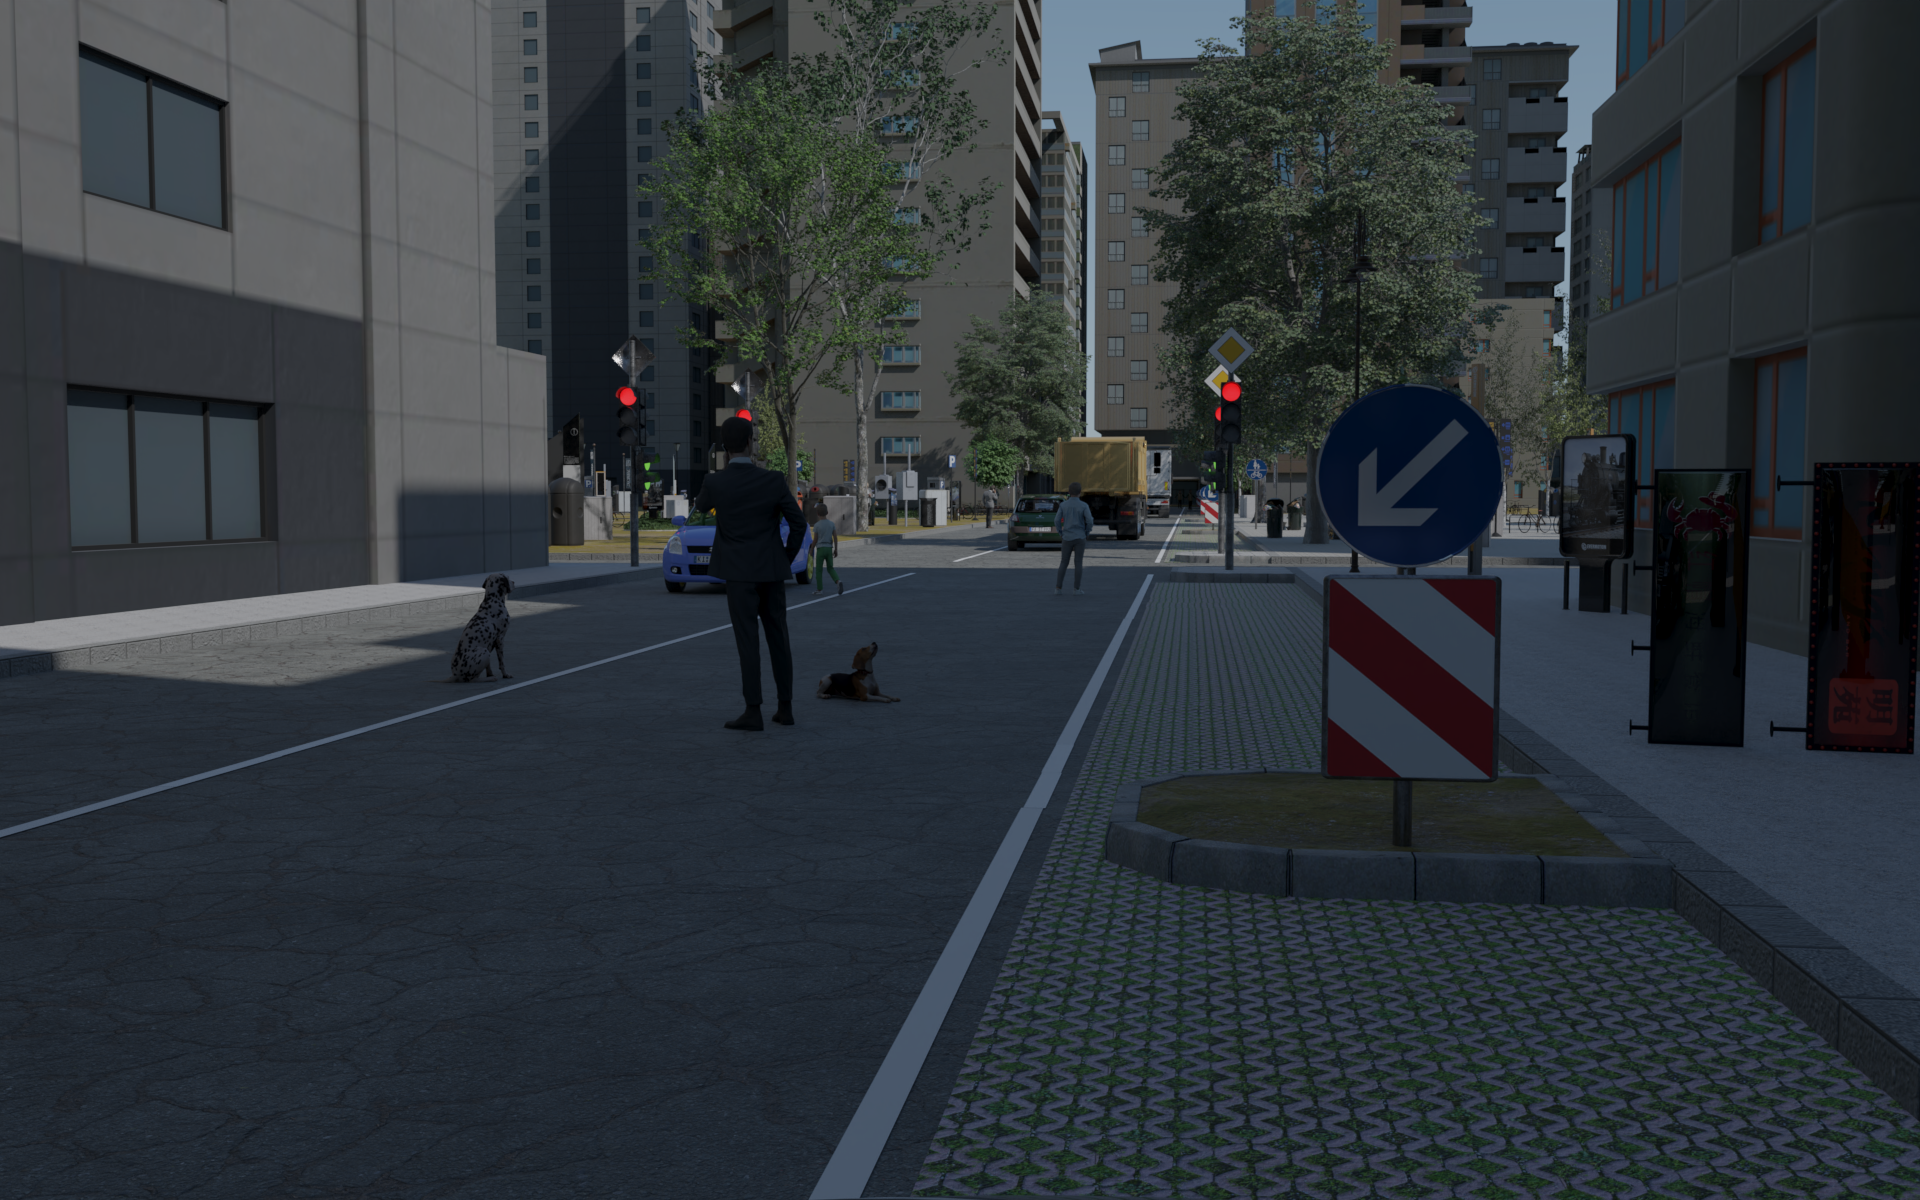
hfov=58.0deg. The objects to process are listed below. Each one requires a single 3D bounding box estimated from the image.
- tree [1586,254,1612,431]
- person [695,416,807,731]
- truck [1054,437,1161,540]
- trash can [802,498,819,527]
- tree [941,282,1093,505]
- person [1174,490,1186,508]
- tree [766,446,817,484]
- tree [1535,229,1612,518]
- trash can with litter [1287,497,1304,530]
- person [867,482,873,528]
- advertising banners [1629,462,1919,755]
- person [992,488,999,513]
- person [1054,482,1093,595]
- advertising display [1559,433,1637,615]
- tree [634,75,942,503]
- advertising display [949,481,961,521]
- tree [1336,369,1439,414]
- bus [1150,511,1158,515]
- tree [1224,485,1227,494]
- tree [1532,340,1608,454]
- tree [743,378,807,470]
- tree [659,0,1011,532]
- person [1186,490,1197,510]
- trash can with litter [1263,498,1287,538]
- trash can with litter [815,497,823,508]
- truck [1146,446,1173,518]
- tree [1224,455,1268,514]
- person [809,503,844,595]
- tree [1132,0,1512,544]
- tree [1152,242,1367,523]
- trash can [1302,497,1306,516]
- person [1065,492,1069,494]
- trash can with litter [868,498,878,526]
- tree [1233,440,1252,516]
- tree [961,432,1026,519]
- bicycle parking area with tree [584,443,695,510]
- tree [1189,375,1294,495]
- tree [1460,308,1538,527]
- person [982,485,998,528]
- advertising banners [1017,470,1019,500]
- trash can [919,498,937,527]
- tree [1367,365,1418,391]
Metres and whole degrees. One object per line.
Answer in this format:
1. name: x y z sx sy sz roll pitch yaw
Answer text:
1. tree: 28.928 -9.254 69.432 7.486 12.596 7.792 0 3 0
2. person: -1.294 -0.168 10.616 0.648 1.900 0.474 -2 4 -30
3. truck: 4.823 -3.762 57.438 3.469 3.379 9.791 1 4 8
4. trash can: -5.845 -3.426 67.666 0.748 1.137 0.748 0 3 0
5. tree: 3.619 -12.197 106.076 9.857 13.997 8.962 0 3 0
6. person: 22.107 -10.113 173.937 1.348 1.812 0.705 -1 4 -16
7. tree: -10.379 -7.451 105.538 4.285 4.588 4.351 0 3 0
8. tree: 17.979 -5.880 46.508 4.360 8.622 3.978 0 3 0
9. trash can with litter: 11.606 -3.053 61.302 1.055 1.170 0.624 2 4 33
10. person: -3.462 -3.583 64.809 0.537 1.800 0.526 -2 4 -34
11. advertising banners: 4.445 -0.755 8.535 2.074 3.025 0.090 1 4 18
12. person: 2.141 -6.433 111.199 0.794 1.824 0.713 1 4 16
13. person: 1.623 -0.876 24.636 0.589 1.601 0.330 1 4 23
14. advertising display: 6.908 -0.831 18.806 0.123 1.923 0.974 -2 4 -24
15. tree: -4.504 -7.268 44.589 9.928 11.665 9.643 0 3 0
16. advertising display: -0.227 -4.787 83.482 0.123 1.923 0.974 -2 4 -29
17. tree: 23.465 -8.677 92.237 4.737 8.622 4.395 0 3 0
18. bus: 13.190 -8.113 124.192 2.896 3.916 12.252 0 4 8
19. tree: 20.612 -8.598 135.177 1.663 3.219 1.824 0 3 0
20. tree: 29.075 -8.089 82.612 4.737 8.622 4.395 0 3 0
21. tree: -12.127 -9.829 111.070 4.737 8.622 4.395 0 3 0
22. tree: -4.431 -12.338 57.609 12.611 20.169 13.585 0 3 0
23. person: 20.157 -8.734 151.399 1.348 1.812 0.705 -3 5 -40
24. trash can with litter: 9.153 -2.400 50.631 0.624 1.170 1.055 1 4 9
25. trash can with litter: -4.695 -3.139 62.706 1.055 1.170 0.624 -3 5 -44
26. truck: 11.749 -7.218 106.924 2.839 4.237 11.283 0 4 6
27. tree: 18.230 -7.840 111.895 4.285 4.588 4.351 0 3 0
28. person: -1.888 -0.717 24.480 0.590 1.304 0.306 3 5 45
29. tree: 9.284 -8.422 44.354 9.857 13.997 8.962 0 3 0
30. tree: 13.214 -9.724 76.002 9.611 12.733 9.660 0 3 0
31. trash can: 20.598 -5.572 102.749 0.748 1.137 0.748 0 3 0
32. person: 9.480 -8.801 150.387 0.568 1.767 0.683 2 4 28
33. trash can with litter: -3.649 -3.593 70.136 0.624 1.170 1.055 0 3 0
34. tree: 16.503 -9.337 103.018 4.360 8.622 3.978 0 3 0
35. tree: 1.730 -6.571 91.152 4.285 4.588 4.351 0 3 0
36. bicycle parking area with tree: -18.347 -6.703 96.590 8.231 4.147 9.016 1 4 9
37. tree: 16.172 -10.402 95.827 9.928 11.665 9.643 0 3 0
38. tree: 21.591 -7.196 68.020 4.360 8.622 3.978 0 3 0
39. person: 1.248 -3.903 72.495 0.592 1.802 0.473 3 5 45
40. advertising banners: 3.271 -6.210 97.714 0.090 3.025 2.074 0 4 1
41. trash can: -1.219 -3.370 66.751 0.748 1.137 0.748 0 3 0
42. tree: 6.496 -1.916 25.926 1.663 3.219 1.824 0 3 0
